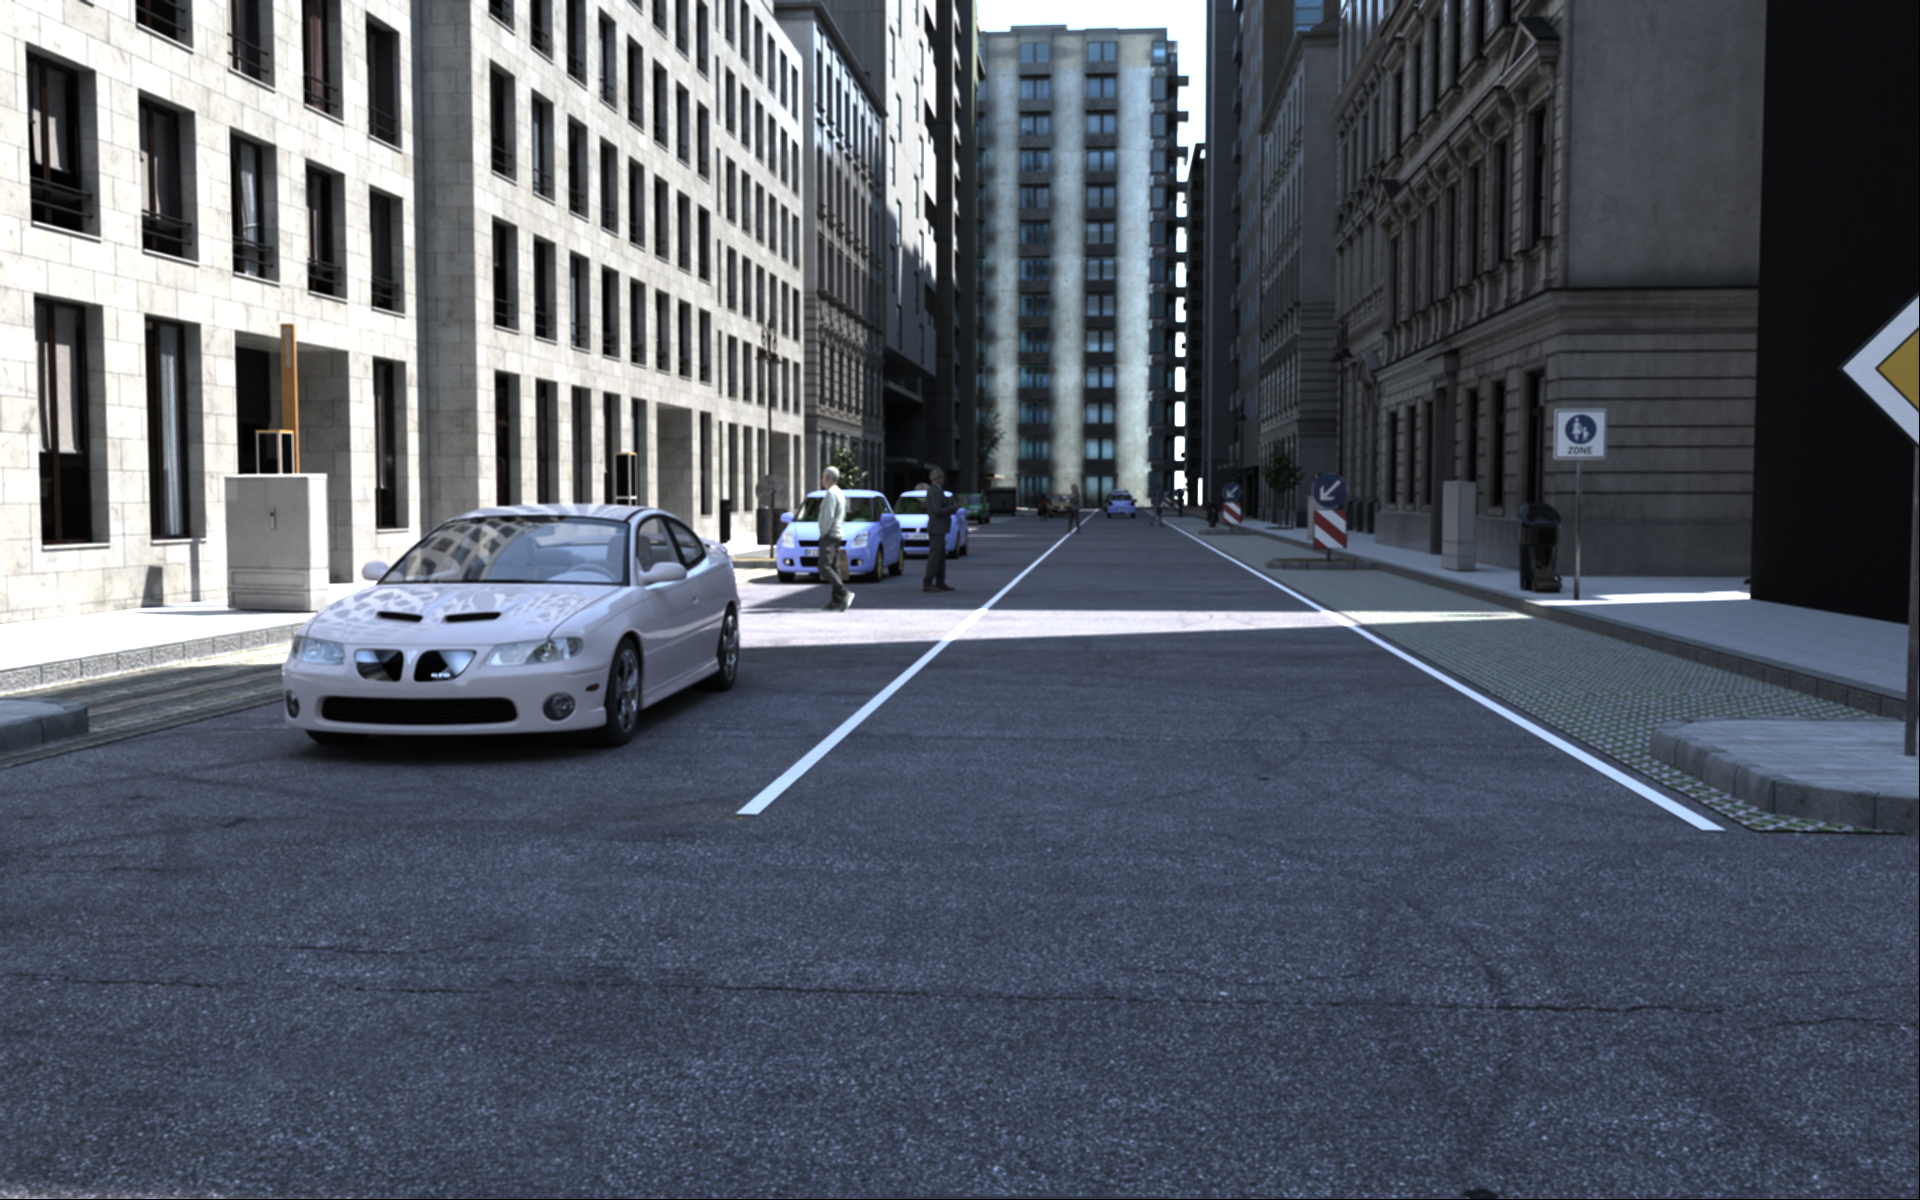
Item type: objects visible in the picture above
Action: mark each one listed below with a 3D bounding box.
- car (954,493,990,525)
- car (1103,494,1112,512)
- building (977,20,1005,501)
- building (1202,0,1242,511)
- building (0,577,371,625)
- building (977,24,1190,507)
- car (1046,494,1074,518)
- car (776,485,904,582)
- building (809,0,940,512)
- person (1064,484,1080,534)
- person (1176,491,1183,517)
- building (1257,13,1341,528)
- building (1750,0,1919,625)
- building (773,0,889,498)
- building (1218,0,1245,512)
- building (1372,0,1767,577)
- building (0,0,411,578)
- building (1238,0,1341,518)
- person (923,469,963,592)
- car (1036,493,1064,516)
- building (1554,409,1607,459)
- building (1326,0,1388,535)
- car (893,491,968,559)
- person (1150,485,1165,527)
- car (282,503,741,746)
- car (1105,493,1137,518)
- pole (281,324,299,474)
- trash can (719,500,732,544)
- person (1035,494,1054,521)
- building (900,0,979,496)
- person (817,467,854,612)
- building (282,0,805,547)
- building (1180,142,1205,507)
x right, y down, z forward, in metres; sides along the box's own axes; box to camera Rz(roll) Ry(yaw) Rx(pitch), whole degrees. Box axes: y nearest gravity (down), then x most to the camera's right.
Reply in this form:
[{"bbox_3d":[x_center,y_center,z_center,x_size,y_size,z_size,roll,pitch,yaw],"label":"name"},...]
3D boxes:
[{"bbox_3d":[0.399,-4.505,82.448,1.959,1.807,4.718,0,4,7],"label":"car"},{"bbox_3d":[12.653,-8.114,141.461,1.959,1.807,4.718,0,4,4],"label":"car"},{"bbox_3d":[-11.203,-30.292,149.894,28.867,44.769,22.147,0,4,5],"label":"building"},{"bbox_3d":[30.617,-36.691,141.892,21.231,58.520,28.212,0,4,5],"label":"building"},{"bbox_3d":[-14.352,-10.051,19.083,10.420,20.320,16.860,0,4,5],"label":"building"},{"bbox_3d":[8.120,-34.253,179.651,30.456,49.044,23.786,0,4,5],"label":"building"},{"bbox_3d":[6.318,-5.898,106.653,2.015,1.641,3.980,0,4,4],"label":"car"},{"bbox_3d":[-1.994,-1.205,29.299,1.945,1.707,3.694,0,4,6],"label":"car"},{"bbox_3d":[-15.815,-31.158,98.677,28.713,52.752,27.495,0,4,5],"label":"building"},{"bbox_3d":[4.110,-3.309,62.790,0.526,1.800,0.537,-1,4,-22],"label":"person"},{"bbox_3d":[13.629,-5.958,107.378,0.415,1.643,0.593,0,4,5],"label":"person"},{"bbox_3d":[18.238,-13.732,73.667,9.793,20.994,18.267,0,4,5],"label":"building"},{"bbox_3d":[17.004,-11.254,13.688,15.834,23.373,12.332,0,4,5],"label":"building"},{"bbox_3d":[-8.930,-13.550,70.691,9.793,20.994,18.267,0,4,5],"label":"building"},{"bbox_3d":[29.448,-30.156,112.664,23.786,49.044,30.456,0,4,5],"label":"building"},{"bbox_3d":[14.681,-10.425,35.069,10.561,19.102,19.286,0,4,5],"label":"building"},{"bbox_3d":[-12.057,-11.072,35.774,10.420,20.320,16.860,0,4,5],"label":"building"},{"bbox_3d":[22.206,-26.934,90.484,14.600,45.320,14.200,0,4,5],"label":"building"},{"bbox_3d":[-0.257,-1.032,25.545,0.590,1.801,0.661,0,4,-7],"label":"person"},{"bbox_3d":[6.178,-6.570,116.465,2.155,1.783,4.494,0,4,5],"label":"car"},{"bbox_3d":[56.884,-22.978,147.398,14.107,30.474,14.160,0,4,5],"label":"building"},{"bbox_3d":[17.907,-13.787,54.302,11.050,23.489,19.941,0,4,5],"label":"building"},{"bbox_3d":[-0.768,-1.830,39.506,1.945,1.707,3.694,0,4,5],"label":"car"},{"bbox_3d":[8.733,-4.155,76.453,0.654,1.822,0.581,1,4,21],"label":"person"},{"bbox_3d":[-2.693,0.059,11.405,2.083,1.381,4.827,0,4,5],"label":"car"},{"bbox_3d":[9.696,-5.790,104.249,1.945,1.707,3.694,0,4,4],"label":"car"},{"bbox_3d":[-8.061,-1.654,20.881,0.158,3.312,0.155,0,3,0],"label":"pole"},{"bbox_3d":[-6.276,-2.044,45.072,0.748,1.137,0.748,0,3,0],"label":"trash can"},{"bbox_3d":[4.448,-4.891,91.735,1.065,1.426,0.557,-1,4,-23],"label":"person"},{"bbox_3d":[-6.286,-26.631,119.010,14.154,41.232,14.086,0,4,5],"label":"building"},{"bbox_3d":[-1.528,-0.760,21.417,0.515,1.767,0.782,0,4,6],"label":"person"},{"bbox_3d":[-11.393,-12.101,52.610,10.420,20.320,16.860,0,4,5],"label":"building"},{"bbox_3d":[35.612,-29.957,181.684,23.993,40.220,32.217,0,4,5],"label":"building"}]
